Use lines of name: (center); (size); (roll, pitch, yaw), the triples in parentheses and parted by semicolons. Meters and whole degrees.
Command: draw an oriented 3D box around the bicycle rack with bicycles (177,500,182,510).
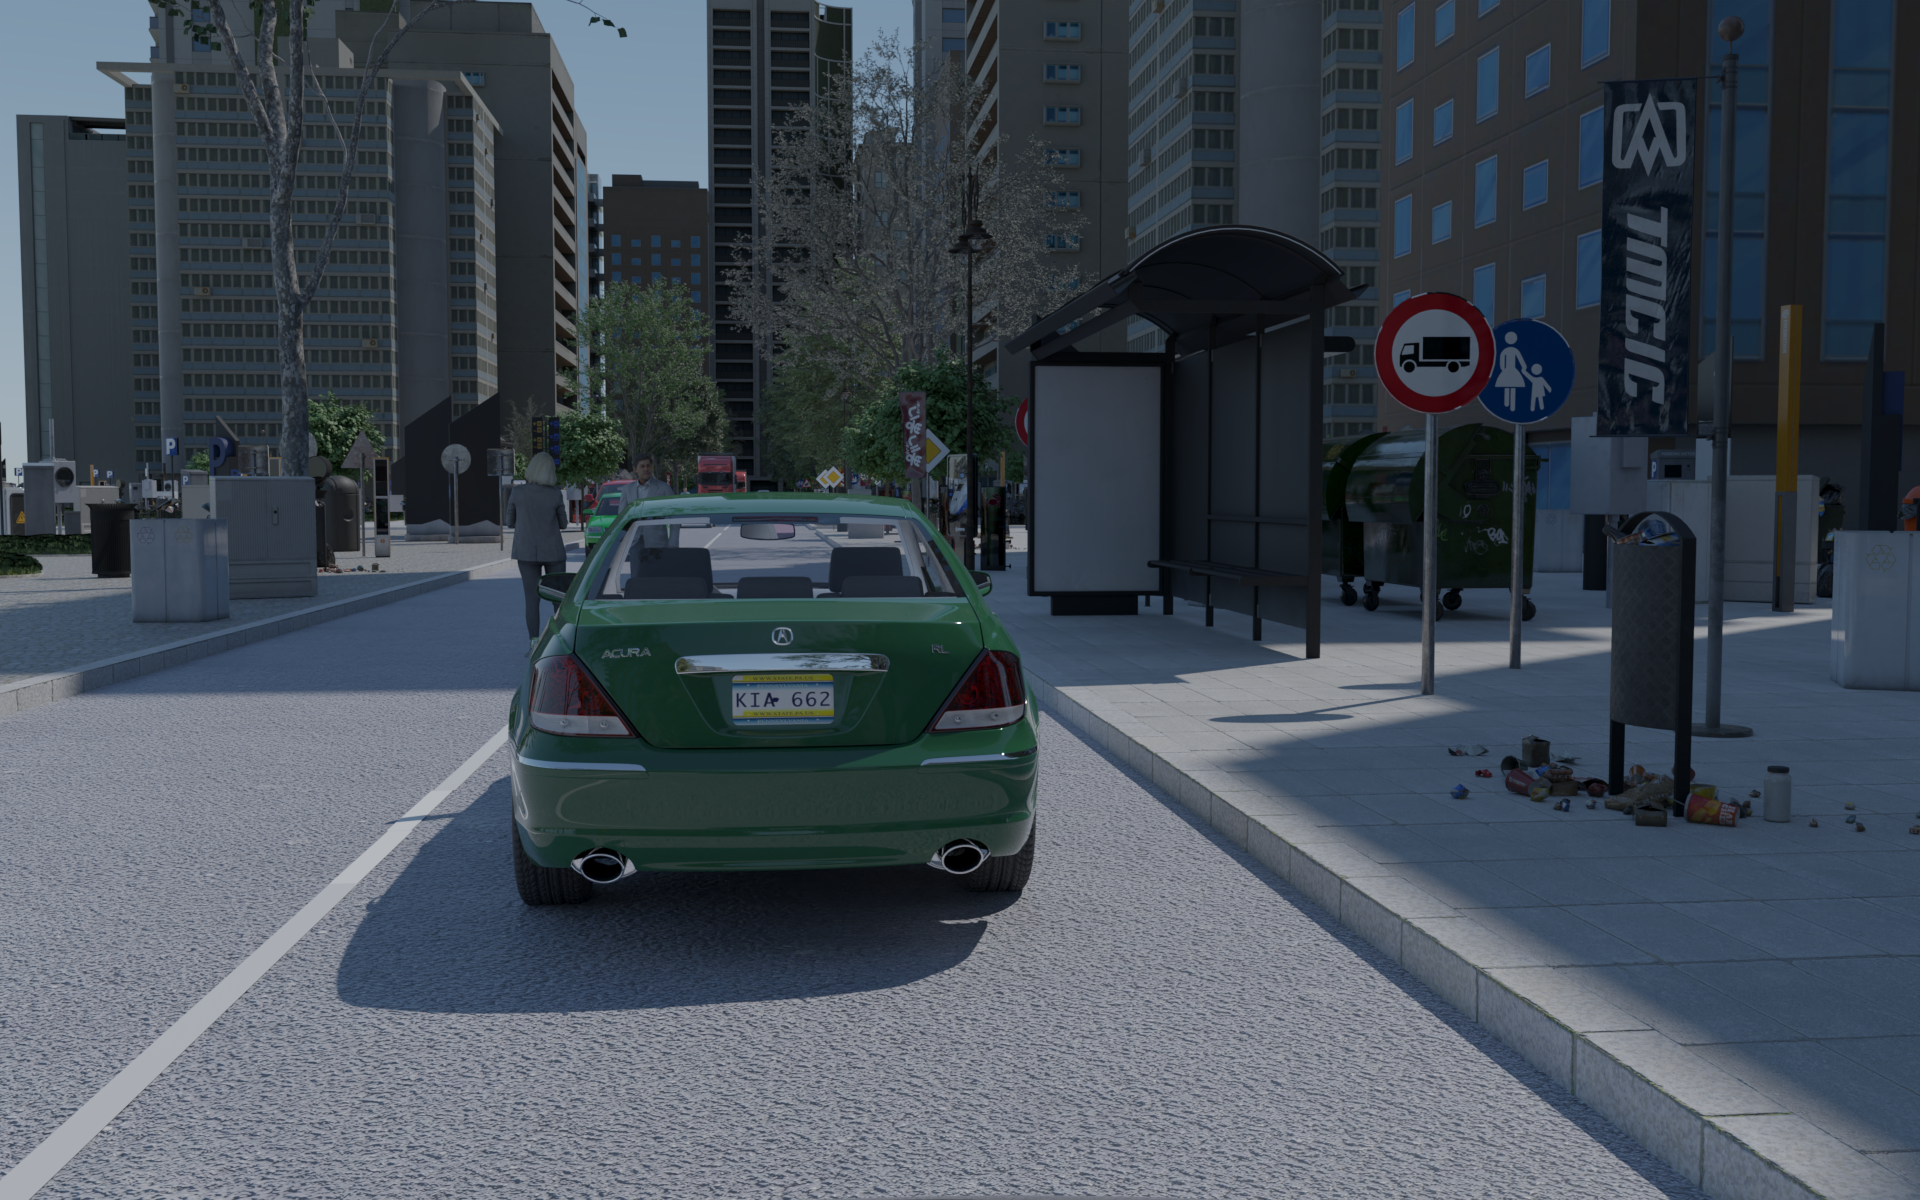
bicycle rack with bicycles: (-47.026, -5.468, 102.784); (2.852, 0.926, 2.925); (-3, 5, -43)

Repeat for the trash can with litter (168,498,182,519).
trash can with litter: (-21.340, -2.131, 46.227); (1.055, 1.170, 0.624); (1, 4, 11)

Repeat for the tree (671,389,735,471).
tree: (-25.239, -15.139, 165.644); (7.486, 12.596, 7.792); (0, 3, 0)

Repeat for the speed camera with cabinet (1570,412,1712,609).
speed camera with cabinet: (7.906, -1.567, 19.950); (2.038, 3.252, 0.660); (-2, 4, -33)

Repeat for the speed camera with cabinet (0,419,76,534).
speed camera with cabinet: (-24.021, -3.094, 44.924); (0.660, 3.252, 2.038); (2, 4, 26)

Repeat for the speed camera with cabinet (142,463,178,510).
speed camera with cabinet: (-50.940, -7.091, 110.277); (2.038, 3.252, 0.660); (0, 4, 2)

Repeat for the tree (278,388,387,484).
tree: (-19.492, -4.282, 53.731); (4.285, 4.588, 4.351); (0, 3, 0)

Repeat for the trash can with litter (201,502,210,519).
trash can with litter: (-10.077, -0.786, 24.239); (1.055, 1.170, 0.624); (0, 4, -1)

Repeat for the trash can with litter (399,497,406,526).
trash can with litter: (-22.127, -3.592, 70.121); (0.624, 1.170, 1.055); (2, 4, 28)

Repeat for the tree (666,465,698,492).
tree: (-24.380, -10.338, 152.743); (4.285, 4.588, 4.351); (0, 3, 0)

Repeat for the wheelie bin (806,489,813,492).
wheelie bin: (-10.230, -6.770, 118.599); (0.980, 1.594, 0.693); (-1, 4, -14)

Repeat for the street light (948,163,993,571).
street light: (0.140, -3.170, 24.611); (0.468, 5.910, 1.993); (0, 4, -6)

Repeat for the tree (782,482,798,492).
tree: (-16.849, -13.891, 177.472); (4.360, 8.622, 3.978); (0, 3, 0)

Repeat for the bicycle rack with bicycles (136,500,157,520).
bicycle rack with bicycles: (-40.704, -4.398, 85.291); (2.925, 0.926, 2.852); (-1, 4, -21)

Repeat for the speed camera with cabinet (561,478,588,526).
speed camera with cabinet: (-15.879, -4.586, 69.315); (0.660, 3.252, 2.038); (3, 4, 39)

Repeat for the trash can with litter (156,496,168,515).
trash can with litter: (-32.192, -3.634, 70.479); (2.233, 1.210, 1.678); (1, 4, 13)

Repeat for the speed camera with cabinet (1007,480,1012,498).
speed camera with cabinet: (2.403, -7.217, 112.336); (2.038, 3.252, 0.660); (-2, 4, -34)

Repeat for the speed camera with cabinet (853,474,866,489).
speed camera with cabinet: (-5.511, -6.905, 107.232); (2.038, 3.252, 0.660); (0, 4, 4)

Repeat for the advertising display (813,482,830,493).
advertising display: (-7.372, -5.332, 92.399); (0.974, 1.923, 0.123); (2, 4, 26)

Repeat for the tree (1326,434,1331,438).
tree: (11.861, -3.739, 55.733); (1.663, 3.219, 1.824); (0, 3, 0)

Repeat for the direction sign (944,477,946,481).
direction sign: (-1.030, -6.707, 101.649); (0.876, 3.537, 0.379); (0, 4, 2)

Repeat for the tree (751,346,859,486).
tree: (-10.816, -13.005, 129.641); (9.611, 12.733, 9.660); (0, 3, 0)

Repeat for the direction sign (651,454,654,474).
direction sign: (-17.505, -6.523, 98.647); (0.379, 3.537, 0.876); (0, 4, -3)

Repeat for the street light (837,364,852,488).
street light: (-4.112, -5.442, 61.768); (0.468, 5.910, 1.993); (0, 4, -6)

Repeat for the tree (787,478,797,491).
tree: (-14.112, -10.407, 153.874); (4.285, 4.588, 4.351); (0, 3, 0)

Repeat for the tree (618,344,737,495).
tree: (-21.681, -13.106, 131.294); (9.611, 12.733, 9.660); (0, 3, 0)

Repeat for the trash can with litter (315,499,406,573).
trash can with litter: (-10.267, -1.057, 28.334); (2.233, 1.210, 1.678); (0, 4, -7)

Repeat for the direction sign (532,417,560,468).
direction sign: (-12.164, -3.607, 50.969); (0.876, 3.537, 0.379); (1, 4, 13)

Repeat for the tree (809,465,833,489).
tree: (-7.892, -6.376, 98.841); (1.663, 3.219, 1.824); (0, 3, 0)

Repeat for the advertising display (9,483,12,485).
advertising display: (-54.689, -5.772, 99.593); (0.123, 1.923, 0.974); (-3, 5, -44)

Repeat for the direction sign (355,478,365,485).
direction sign: (-38.378, -7.236, 110.305); (0.876, 3.537, 0.379); (-1, 4, -16)

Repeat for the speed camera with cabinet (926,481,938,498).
speed camera with cabinet: (-0.982, -6.717, 104.155); (2.038, 3.252, 0.660); (0, 4, 4)

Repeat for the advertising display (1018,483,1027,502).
advertising display: (3.827, -5.803, 100.087); (0.974, 1.923, 0.123); (-1, 4, -21)

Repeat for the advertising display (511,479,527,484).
advertising display: (-19.025, -4.252, 74.740); (0.123, 1.923, 0.974); (1, 4, 22)

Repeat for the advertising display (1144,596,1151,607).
advertising display: (1.715, -0.889, 19.752); (0.974, 1.923, 0.123); (0, 4, 5)

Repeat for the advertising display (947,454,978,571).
advertising display: (0.039, -1.394, 28.003); (0.123, 1.923, 0.974); (-2, 4, -24)

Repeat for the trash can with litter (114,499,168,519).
trash can with litter: (-19.299, -1.785, 40.564); (0.624, 1.170, 1.055); (3, 5, 40)

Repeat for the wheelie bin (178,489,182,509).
wheelie bin: (-52.260, -6.641, 116.492); (0.980, 1.594, 0.693); (1, 4, 11)

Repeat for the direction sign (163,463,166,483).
direction sign: (-58.036, -8.221, 126.408); (0.379, 3.537, 0.876); (-1, 4, -14)

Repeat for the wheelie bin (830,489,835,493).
wheelie bin: (-8.527, -6.411, 112.720); (0.980, 1.594, 0.693); (3, 5, 40)

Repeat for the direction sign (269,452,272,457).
direction sign: (-37.003, -6.180, 93.042); (0.379, 3.537, 0.876); (-1, 4, -16)

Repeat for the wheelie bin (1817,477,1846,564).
wheelie bin: (15.960, -1.473, 31.992); (0.693, 1.594, 0.980); (1, 4, 17)

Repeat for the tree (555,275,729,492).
tree: (-15.461, -9.616, 82.982); (9.928, 11.665, 9.643); (0, 3, 0)

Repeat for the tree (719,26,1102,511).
tree: (-1.195, -8.266, 45.514); (12.009, 13.543, 11.850); (0, 3, 0)

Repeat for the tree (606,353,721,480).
tree: (-18.628, -10.611, 107.906); (8.767, 10.594, 7.601); (1, 4, 11)

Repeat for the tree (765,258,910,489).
tree: (-5.244, -10.082, 82.964); (7.486, 12.596, 7.792); (0, 3, 0)

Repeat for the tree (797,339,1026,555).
tree: (-0.426, -3.242, 36.725); (4.285, 4.588, 4.351); (0, 3, 0)

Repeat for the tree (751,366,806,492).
tree: (-14.670, -15.675, 162.935); (9.857, 13.997, 8.962); (0, 3, 0)
